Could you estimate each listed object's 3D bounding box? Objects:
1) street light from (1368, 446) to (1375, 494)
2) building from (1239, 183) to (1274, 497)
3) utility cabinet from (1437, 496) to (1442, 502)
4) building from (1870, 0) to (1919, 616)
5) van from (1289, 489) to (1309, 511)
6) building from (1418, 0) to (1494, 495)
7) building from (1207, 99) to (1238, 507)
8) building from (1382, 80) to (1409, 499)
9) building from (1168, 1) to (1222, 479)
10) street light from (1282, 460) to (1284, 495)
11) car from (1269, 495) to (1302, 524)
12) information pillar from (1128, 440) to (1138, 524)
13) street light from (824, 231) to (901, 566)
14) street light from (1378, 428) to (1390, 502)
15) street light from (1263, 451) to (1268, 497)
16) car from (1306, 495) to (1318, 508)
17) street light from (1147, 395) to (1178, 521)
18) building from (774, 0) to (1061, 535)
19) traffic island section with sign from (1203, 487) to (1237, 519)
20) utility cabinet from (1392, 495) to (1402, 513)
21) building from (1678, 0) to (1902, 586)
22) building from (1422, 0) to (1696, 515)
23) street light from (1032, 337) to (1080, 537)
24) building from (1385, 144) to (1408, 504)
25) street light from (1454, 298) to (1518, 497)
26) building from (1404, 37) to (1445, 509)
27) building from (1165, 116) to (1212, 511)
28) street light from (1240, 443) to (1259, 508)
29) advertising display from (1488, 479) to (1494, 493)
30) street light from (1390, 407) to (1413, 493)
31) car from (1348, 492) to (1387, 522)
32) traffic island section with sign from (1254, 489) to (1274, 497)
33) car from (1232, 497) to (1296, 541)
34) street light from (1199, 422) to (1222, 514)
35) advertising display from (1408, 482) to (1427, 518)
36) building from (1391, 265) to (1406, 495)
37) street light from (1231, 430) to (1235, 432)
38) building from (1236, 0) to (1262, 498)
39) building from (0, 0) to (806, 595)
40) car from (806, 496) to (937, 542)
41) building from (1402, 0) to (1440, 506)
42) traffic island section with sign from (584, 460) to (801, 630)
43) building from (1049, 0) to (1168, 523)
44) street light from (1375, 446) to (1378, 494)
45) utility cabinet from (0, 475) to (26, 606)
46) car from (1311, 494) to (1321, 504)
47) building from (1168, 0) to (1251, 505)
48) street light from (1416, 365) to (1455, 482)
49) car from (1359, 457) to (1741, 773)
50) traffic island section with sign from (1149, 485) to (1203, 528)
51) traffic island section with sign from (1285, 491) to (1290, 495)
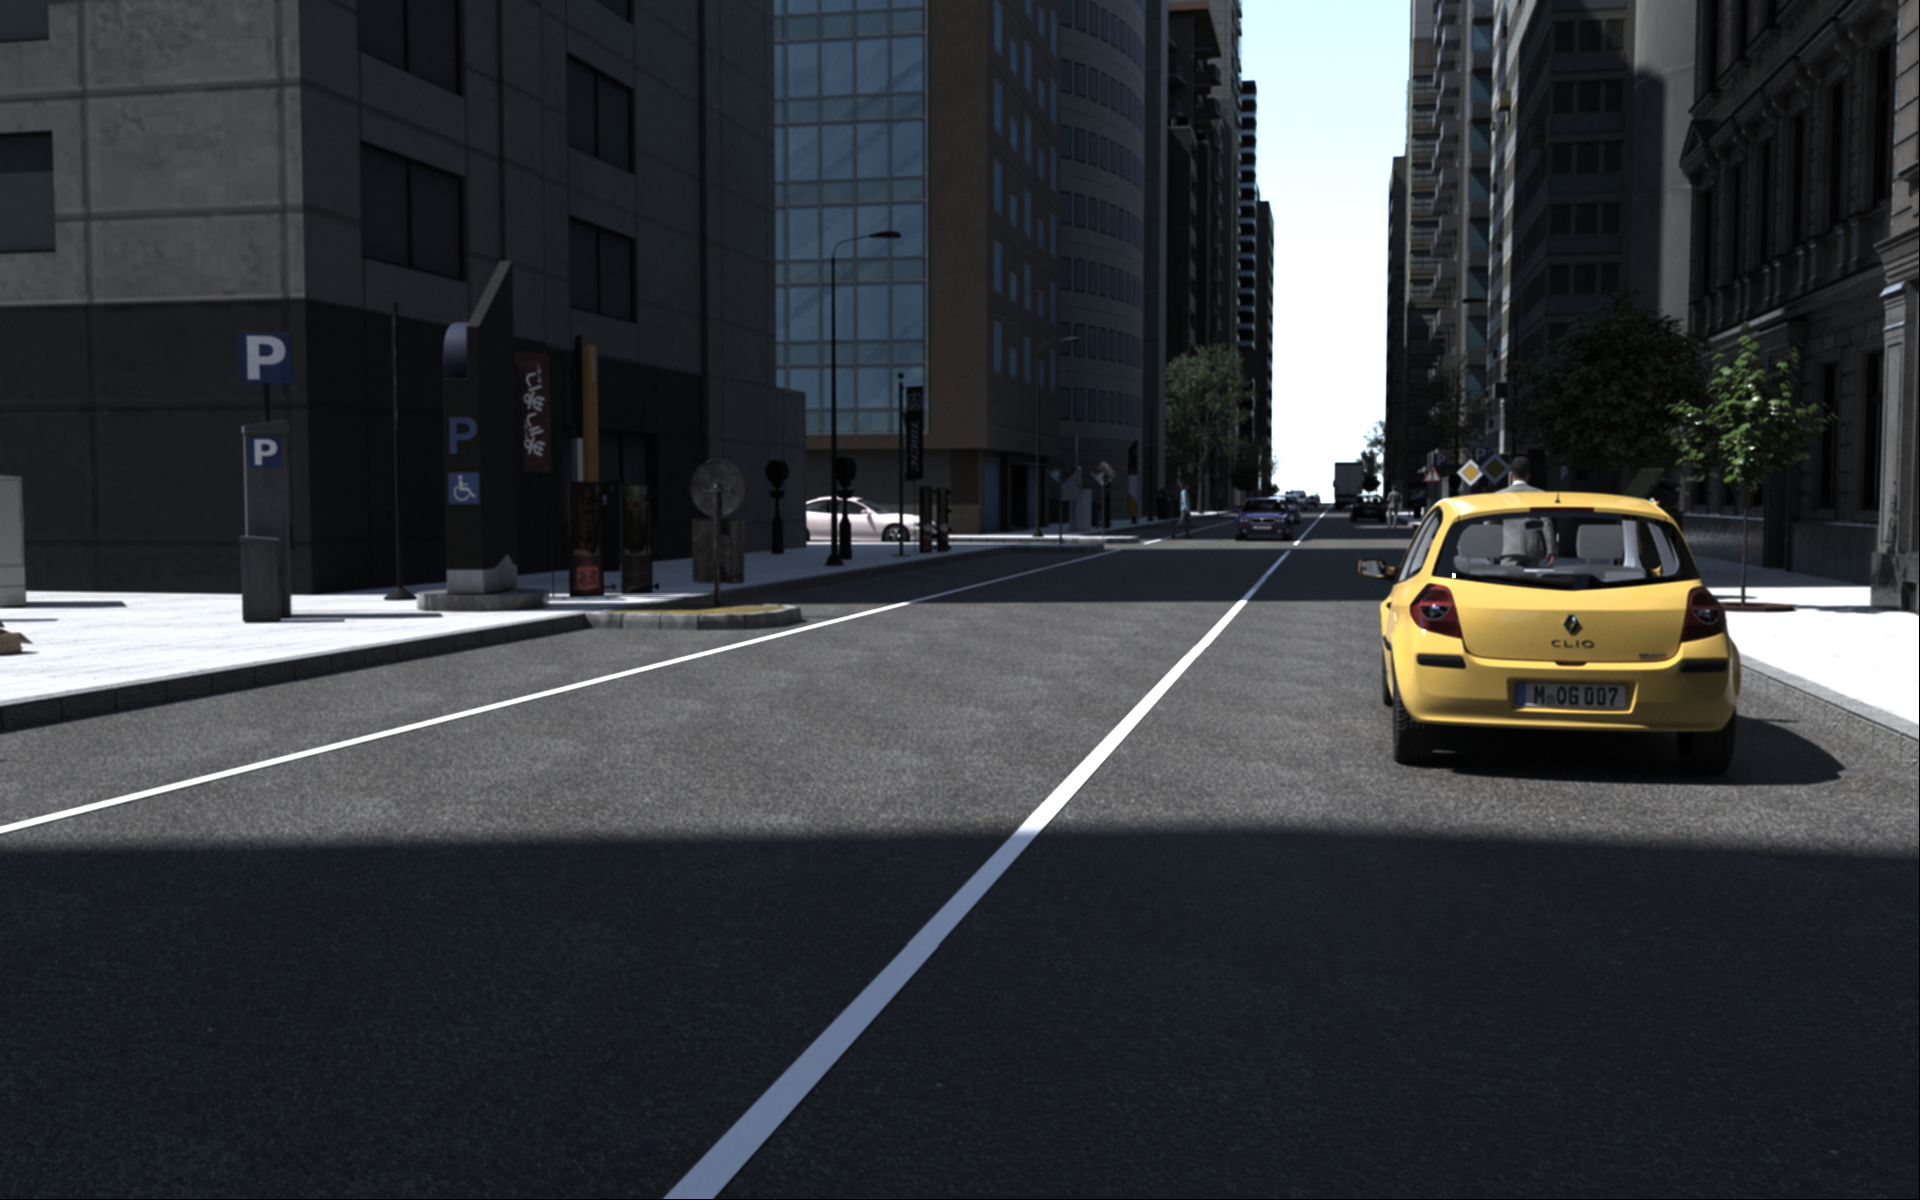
[{"bbox_3d":[40.128,-11.834,166.027,1.470,5.913,1.316,1,4,12],"label":"street light"},{"bbox_3d":[37.989,-39.668,272.278,21.300,48.544,21.600,1,4,12],"label":"building"},{"bbox_3d":[22.179,-4.200,79.833,0.306,1.237,1.020,0,4,7],"label":"utility cabinet"},{"bbox_3d":[13.143,-9.814,9.611,9.793,20.994,18.267,1,4,12],"label":"building"},{"bbox_3d":[29.552,-8.846,151.635,2.013,2.044,4.112,1,4,11],"label":"van"},{"bbox_3d":[48.495,-31.494,134.533,23.786,49.044,30.456,1,4,12],"label":"building"},{"bbox_3d":[20.189,-30.092,175.605,14.154,41.232,14.086,1,4,12],"label":"building"},{"bbox_3d":[75.454,-57.846,258.454,22.319,86.520,31.000,1,4,12],"label":"building"},{"bbox_3d":[11.672,-30.618,155.225,22.147,44.769,28.867,1,4,12],"label":"building"},{"bbox_3d":[43.744,-16.203,237.463,1.470,5.913,1.316,1,4,12],"label":"street light"},{"bbox_3d":[15.663,-4.427,84.388,2.014,1.417,4.499,1,4,14],"label":"car"},{"bbox_3d":[7.420,-5.072,74.280,0.504,3.616,0.183,-3,4,-39],"label":"information pillar"},{"bbox_3d":[-1.728,-3.564,30.818,1.470,5.913,1.316,1,4,12],"label":"street light"},{"bbox_3d":[30.517,-9.168,122.444,1.470,5.913,1.316,1,4,12],"label":"street light"},{"bbox_3d":[32.543,-13.108,186.854,1.470,5.913,1.316,1,4,12],"label":"street light"},{"bbox_3d":[36.770,-10.400,182.612,1.945,1.354,3.894,1,4,12],"label":"car"},{"bbox_3d":[9.529,-6.669,81.577,1.470,5.913,1.316,1,4,12],"label":"street light"},{"bbox_3d":[-4.381,-25.124,60.885,14.600,45.320,14.200,1,4,12],"label":"building"},{"bbox_3d":[14.970,-5.594,100.085,1.989,1.847,2.006,1,4,12],"label":"traffic island section with sign"},{"bbox_3d":[30.320,-6.664,120.124,0.306,1.237,1.020,3,4,38],"label":"utility cabinet"},{"bbox_3d":[18.449,-9.978,27.770,10.561,19.102,19.286,1,4,12],"label":"building"},{"bbox_3d":[43.997,-24.974,100.199,32.217,40.220,23.993,1,4,12],"label":"building"},{"bbox_3d":[2.866,-4.837,51.619,1.470,5.913,1.316,1,4,12],"label":"street light"},{"bbox_3d":[68.792,-37.314,233.792,21.300,48.544,21.600,1,4,12],"label":"building"},{"bbox_3d":[12.568,-4.188,41.007,1.470,5.913,1.316,1,4,12],"label":"street light"},{"bbox_3d":[47.924,-28.995,157.657,14.154,41.232,14.086,1,4,12],"label":"building"},{"bbox_3d":[11.769,-22.139,133.679,14.160,30.474,14.107,1,4,12],"label":"building"},{"bbox_3d":[26.012,-11.248,156.452,1.470,5.913,1.316,1,4,12],"label":"street light"},{"bbox_3d":[20.783,-3.822,67.703,0.123,1.923,0.974,0,4,5],"label":"advertising display"},{"bbox_3d":[23.871,-7.336,92.482,1.470,5.913,1.316,1,4,12],"label":"street light"},{"bbox_3d":[21.244,-4.919,90.207,2.009,1.686,4.222,1,4,10],"label":"car"},{"bbox_3d":[25.534,-8.525,148.015,1.989,1.847,2.006,1,4,12],"label":"traffic island section with sign"},{"bbox_3d":[9.551,-2.552,54.311,1.945,1.354,3.894,1,4,12],"label":"car"},{"bbox_3d":[16.134,-8.502,111.548,1.470,5.913,1.316,1,4,12],"label":"street light"},{"bbox_3d":[24.171,-5.277,91.496,0.974,1.923,0.123,2,4,33],"label":"advertising display"},{"bbox_3d":[61.603,-27.277,217.676,14.160,30.474,14.107,1,4,12],"label":"building"},{"bbox_3d":[19.280,-9.400,126.228,1.470,5.913,1.316,1,4,12],"label":"street light"},{"bbox_3d":[32.144,-57.049,245.427,22.319,86.520,31.000,1,4,12],"label":"building"},{"bbox_3d":[-15.967,-36.312,31.952,20.611,71.187,20.563,1,4,12],"label":"building"},{"bbox_3d":[-2.950,-2.155,47.600,4.827,1.381,2.083,1,4,12],"label":"car"},{"bbox_3d":[56.477,-38.846,177.135,21.231,58.520,28.212,1,4,12],"label":"building"},{"bbox_3d":[-2.856,-0.649,19.238,1.989,1.847,2.006,1,4,12],"label":"traffic island section with sign"},{"bbox_3d":[-1.101,-33.493,89.611,21.231,58.520,28.212,1,4,12],"label":"building"},{"bbox_3d":[33.421,-9.974,135.623,1.470,5.913,1.316,1,4,12],"label":"street light"},{"bbox_3d":[-10.959,-0.692,19.985,0.318,1.500,1.173,-2,4,-29],"label":"utility cabinet"},{"bbox_3d":[53.967,-15.383,263.506,2.014,1.417,4.499,1,4,12],"label":"car"},{"bbox_3d":[26.928,-47.854,220.667,20.563,71.187,20.611,1,4,12],"label":"building"},{"bbox_3d":[17.274,-5.483,62.186,1.470,5.913,1.316,1,4,12],"label":"street light"},{"bbox_3d":[3.440,-0.013,10.441,2.015,1.641,3.980,1,4,12],"label":"car"},{"bbox_3d":[9.093,-3.962,73.413,1.989,1.847,2.006,1,4,12],"label":"traffic island section with sign"},{"bbox_3d":[49.286,-15.119,255.826,1.989,1.847,2.006,1,4,12],"label":"traffic island section with sign"}]
